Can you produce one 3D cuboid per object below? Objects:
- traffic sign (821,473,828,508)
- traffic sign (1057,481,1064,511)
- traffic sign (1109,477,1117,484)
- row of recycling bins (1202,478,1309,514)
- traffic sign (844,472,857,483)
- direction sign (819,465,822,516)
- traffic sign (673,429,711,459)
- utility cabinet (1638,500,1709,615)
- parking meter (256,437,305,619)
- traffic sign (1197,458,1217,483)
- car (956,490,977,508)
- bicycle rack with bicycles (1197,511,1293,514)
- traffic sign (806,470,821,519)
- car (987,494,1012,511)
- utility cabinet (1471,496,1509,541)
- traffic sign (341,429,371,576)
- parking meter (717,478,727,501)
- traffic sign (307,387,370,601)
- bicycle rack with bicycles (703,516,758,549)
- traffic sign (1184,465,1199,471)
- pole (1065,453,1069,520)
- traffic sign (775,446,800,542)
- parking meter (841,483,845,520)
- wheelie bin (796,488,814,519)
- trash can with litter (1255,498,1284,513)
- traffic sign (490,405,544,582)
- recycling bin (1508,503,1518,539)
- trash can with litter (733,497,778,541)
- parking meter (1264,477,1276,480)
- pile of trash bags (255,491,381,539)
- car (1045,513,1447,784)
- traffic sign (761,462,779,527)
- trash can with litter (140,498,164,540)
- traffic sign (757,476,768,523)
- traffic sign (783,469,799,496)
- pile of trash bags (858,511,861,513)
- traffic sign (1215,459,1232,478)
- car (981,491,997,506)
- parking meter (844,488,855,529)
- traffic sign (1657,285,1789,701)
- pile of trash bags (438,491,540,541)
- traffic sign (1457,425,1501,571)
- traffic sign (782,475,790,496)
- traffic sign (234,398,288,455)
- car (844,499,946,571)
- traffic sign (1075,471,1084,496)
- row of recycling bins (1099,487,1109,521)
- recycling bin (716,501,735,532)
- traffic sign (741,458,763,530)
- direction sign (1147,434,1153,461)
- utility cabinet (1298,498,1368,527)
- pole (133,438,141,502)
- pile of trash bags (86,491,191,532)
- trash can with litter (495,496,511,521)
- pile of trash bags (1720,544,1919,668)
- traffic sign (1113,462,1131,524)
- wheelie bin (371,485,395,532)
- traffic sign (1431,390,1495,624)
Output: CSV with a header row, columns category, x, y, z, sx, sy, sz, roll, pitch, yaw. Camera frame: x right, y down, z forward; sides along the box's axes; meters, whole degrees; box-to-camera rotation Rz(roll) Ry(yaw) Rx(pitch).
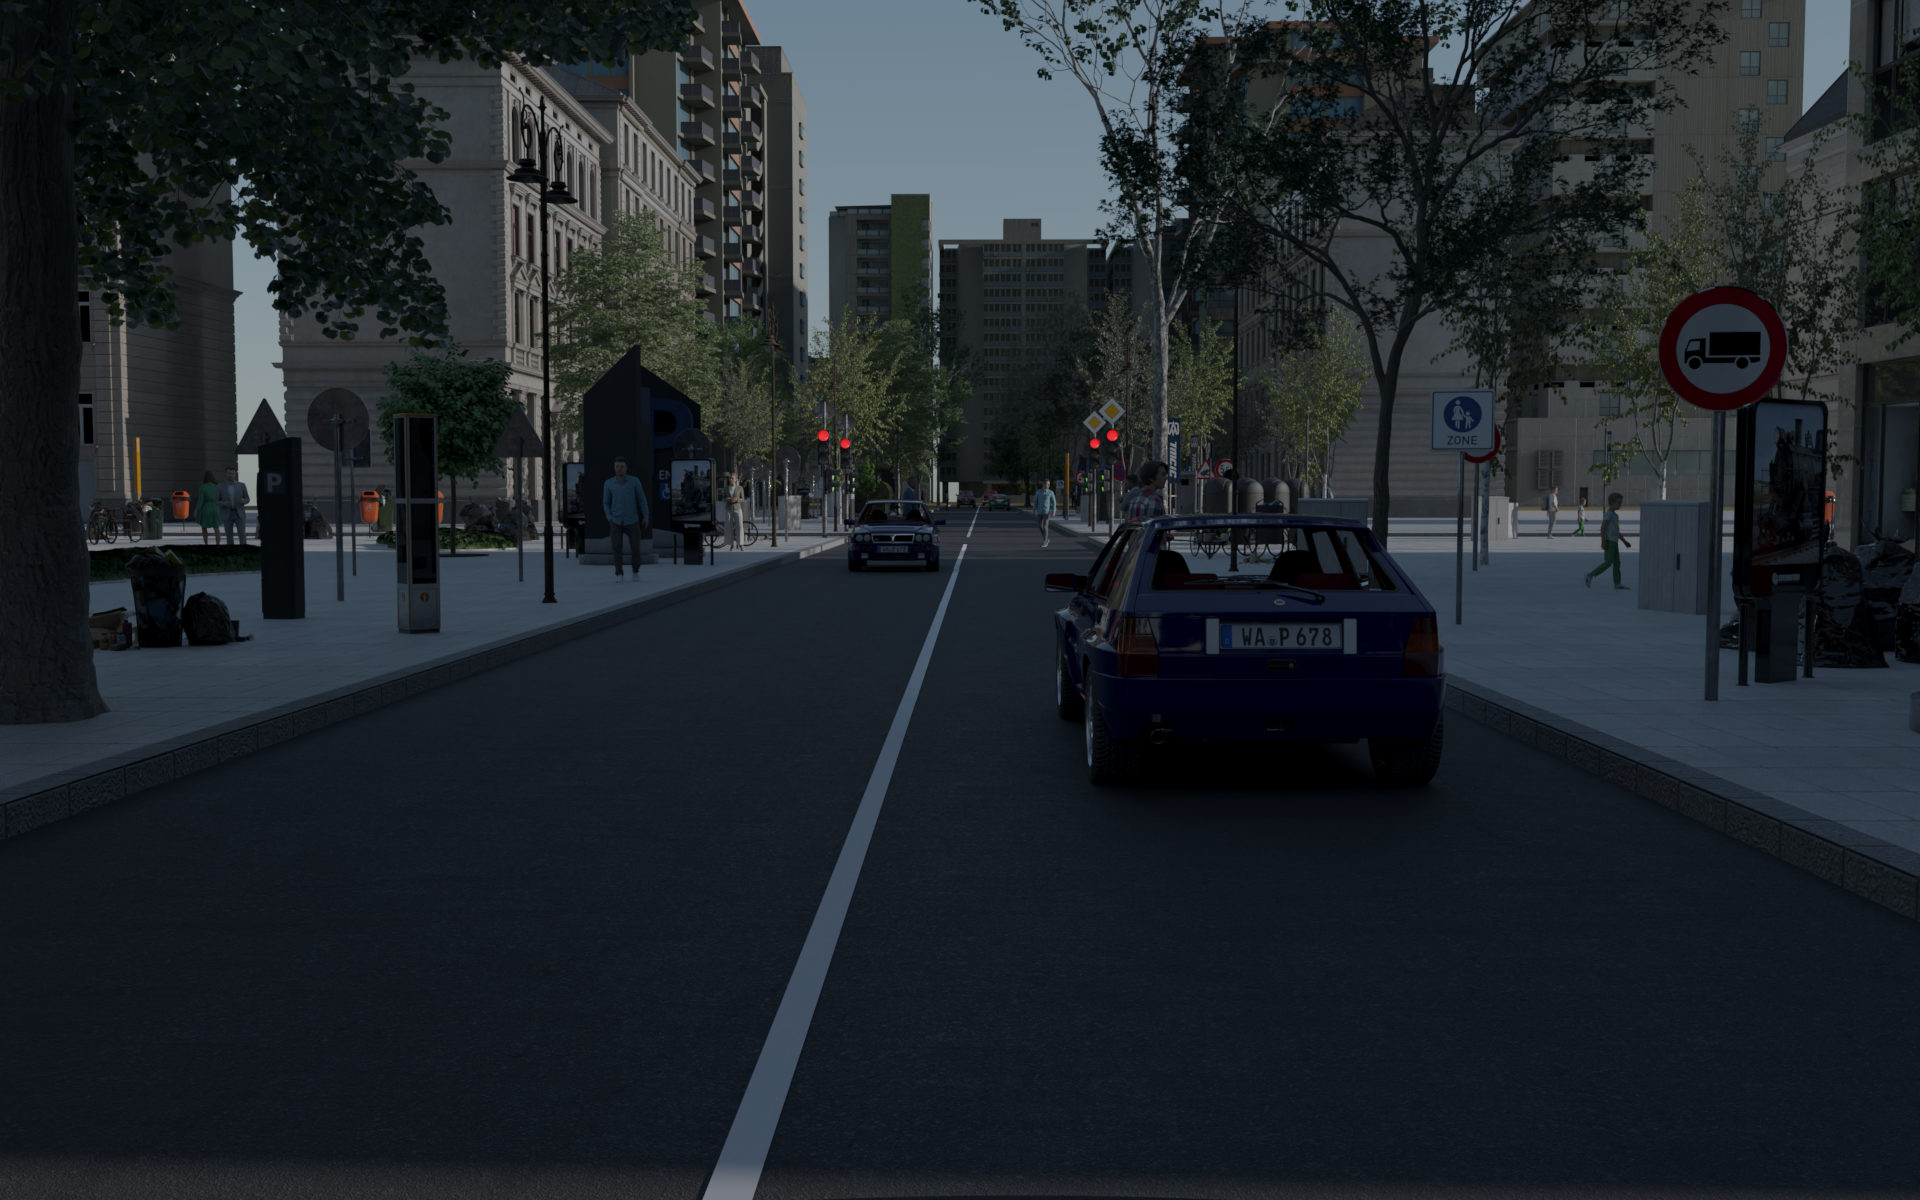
category,x,y,z,sx,sy,sz,roll,pitch,yaw
traffic sign,-8.455,-6.461,105.751,0.768,2.556,0.104,0,4,8
traffic sign,7.528,-7.792,129.535,0.606,2.300,0.079,0,4,7
traffic sign,10.450,-7.193,117.719,0.768,2.556,0.104,0,4,3
row of recycling bins,7.627,-2.272,44.268,3.534,1.692,1.069,-3,4,-37
traffic sign,-5.020,-4.732,79.501,0.606,2.300,0.079,0,4,6
direction sign,-8.248,-6.767,102.634,0.379,3.537,0.876,-1,4,-11
traffic sign,-5.213,-2.054,33.692,0.768,2.556,0.104,0,4,8
utility cabinet,7.820,-0.471,18.867,0.306,1.237,1.020,-1,4,-14
parking meter,-6.986,-0.740,17.812,0.399,1.863,0.255,1,4,9
traffic sign,8.861,-3.826,62.554,0.884,2.594,0.081,0,4,6
car,0.662,-10.752,184.464,2.281,1.827,5.304,0,4,-1
bicycle rack with bicycles,5.496,-1.338,35.262,2.852,0.926,2.925,-1,4,-19
traffic sign,-7.619,-5.493,89.915,0.768,2.556,0.104,1,4,10
car,3.337,-8.276,147.108,2.131,1.459,4.920,0,4,1
utility cabinet,14.463,-2.208,47.260,1.020,1.237,0.306,-1,4,-18
traffic sign,-9.515,-1.531,27.157,0.606,2.300,0.079,1,4,10
parking meter,-8.526,-3.452,62.147,0.255,1.863,0.399,1,4,11
traffic sign,-7.439,-1.261,20.730,0.768,2.556,0.104,0,4,5
bicycle rack with bicycles,-6.331,-1.712,41.371,2.925,0.926,2.852,0,4,-4
traffic sign,9.993,-4.548,74.464,0.768,2.556,0.104,0,4,5
pole,5.329,-5.664,86.446,0.158,3.312,0.155,0,3,0
traffic sign,-4.655,-2.829,46.354,0.768,2.556,0.104,0,4,5
parking meter,-5.802,-4.945,86.564,0.399,1.863,0.255,-1,4,-18
wheelie bin,-7.913,-4.890,87.858,0.980,1.594,0.693,-1,4,-11
trash can with litter,6.178,-1.298,32.283,2.233,1.210,1.678,0,4,-3
traffic sign,-6.418,-1.544,25.256,0.884,2.594,0.081,0,4,2
recycling bin,15.539,-2.274,49.731,0.722,1.027,0.722,3,5,40
trash can with litter,-5.684,-2.262,48.043,1.678,1.210,2.233,2,4,29
parking meter,10.391,-3.203,58.088,0.399,1.863,0.255,-3,5,-39
pile of trash bags,-18.442,-2.445,49.725,3.447,1.369,1.912,-1,4,-18
car,1.483,0.164,9.901,1.945,1.354,3.894,0,4,0
traffic sign,-7.490,-4.149,67.941,0.768,2.556,0.104,0,4,7
trash can with litter,-22.800,-2.280,48.666,0.624,1.170,1.055,-3,5,-43
traffic sign,-8.678,-4.676,76.553,0.768,2.556,0.104,1,4,9
traffic sign,-7.697,-4.820,78.907,0.768,2.556,0.104,1,4,8
pile of trash bags,-7.298,-6.632,118.178,1.912,1.369,3.447,0,4,7
traffic sign,9.670,-3.849,63.033,0.768,2.556,0.104,0,4,6
car,3.693,-12.241,208.818,2.281,1.827,5.304,0,4,2
parking meter,-4.099,-3.420,64.322,0.372,1.533,0.369,0,3,0
traffic sign,4.674,-0.648,10.698,0.768,2.556,0.104,1,4,8
pile of trash bags,-13.334,-2.336,47.938,3.447,1.369,1.912,1,4,14
traffic sign,8.609,-1.760,28.877,0.768,2.556,0.104,0,4,5
traffic sign,-8.059,-5.004,81.918,0.768,2.556,0.104,1,4,9
traffic sign,-9.416,-1.436,23.485,0.884,2.594,0.081,0,4,4
car,-1.247,-1.278,33.476,1.945,1.354,3.894,0,4,-1
traffic sign,6.689,-5.799,94.916,0.768,2.556,0.104,1,4,9
row of recycling bins,7.020,-4.733,84.496,1.069,1.692,3.534,0,4,4
recycling bin,-8.007,-2.863,59.360,0.722,1.027,0.722,0,4,5
traffic sign,-7.386,-3.757,61.538,0.768,2.556,0.104,0,4,2
direction sign,7.485,-4.481,65.260,0.876,3.537,0.379,-1,4,-11
utility cabinet,5.572,-0.903,25.926,1.020,1.237,0.306,1,4,12
pole,-29.712,-4.203,62.561,0.158,3.312,0.155,0,3,0
pile of trash bags,-28.048,-3.019,59.112,3.447,1.369,1.912,0,4,-6
trash can with litter,-16.100,-2.962,59.479,2.233,1.210,1.678,-3,4,-37
pile of trash bags,7.070,-0.201,13.034,1.912,1.369,3.447,0,4,7
traffic sign,6.310,-4.149,67.936,0.768,2.556,0.104,0,4,8
wheelie bin,-19.517,-3.094,58.501,0.693,1.594,0.980,-3,5,-41
traffic sign,4.907,-0.908,16.979,0.606,2.300,0.079,1,4,10
